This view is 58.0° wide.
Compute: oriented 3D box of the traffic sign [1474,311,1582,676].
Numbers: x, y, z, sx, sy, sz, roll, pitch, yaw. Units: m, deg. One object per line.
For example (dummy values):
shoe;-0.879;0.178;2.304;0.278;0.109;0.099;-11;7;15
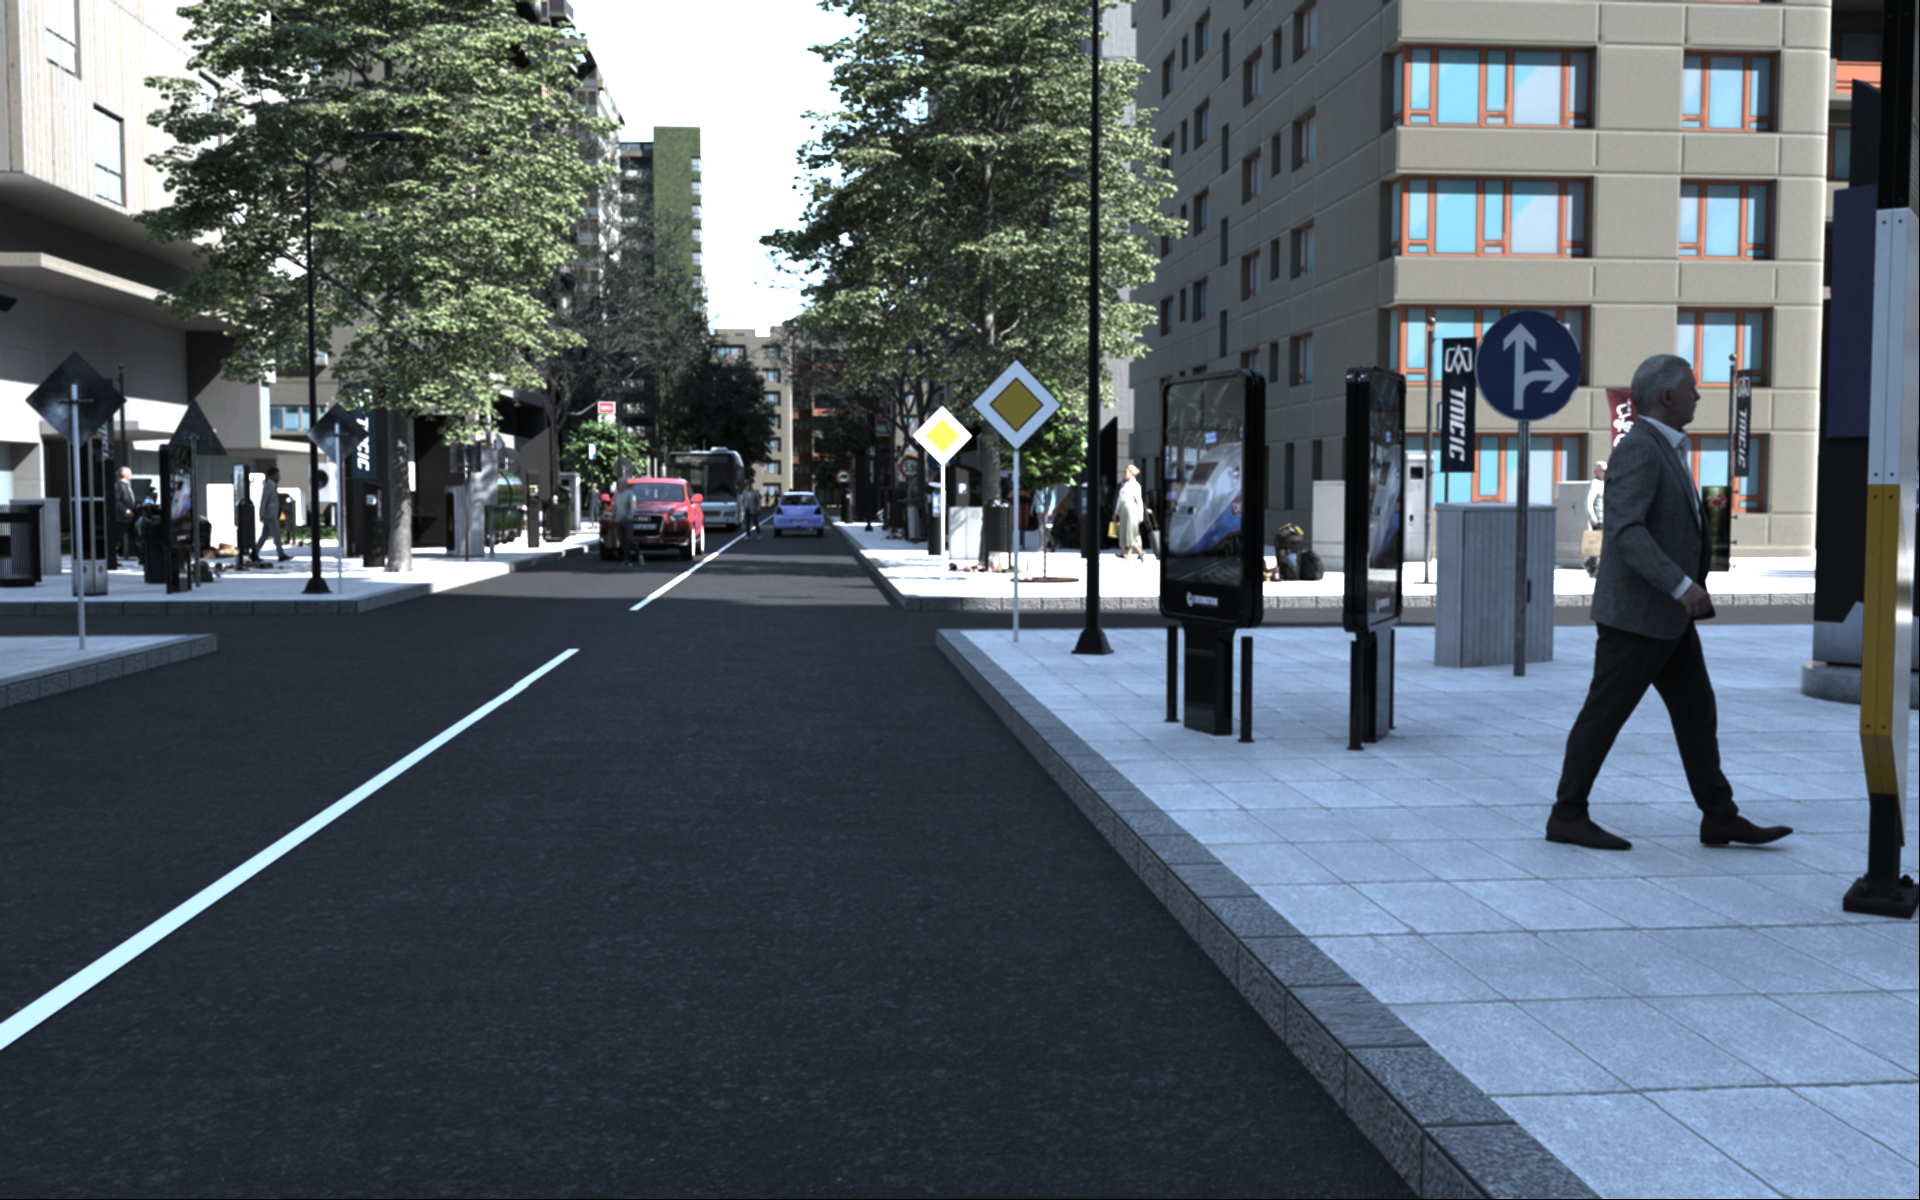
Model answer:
traffic sign;3.949;-0.737;12.151;0.768;2.556;0.104;0;4;-5

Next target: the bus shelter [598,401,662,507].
bus shelter;-14.806;-6.122;77.728;2.179;5.291;8.768;0;4;-5

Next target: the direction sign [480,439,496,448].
direction sign;-19.433;-4.888;71.912;0.876;3.537;0.379;-1;4;-21

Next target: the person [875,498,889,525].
person;-3.225;-3.696;71.975;0.738;1.151;1.012;0;4;6

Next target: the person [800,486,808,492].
person;-7.379;-4.477;81.797;0.679;1.850;0.850;0;4;5

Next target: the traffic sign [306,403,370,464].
traffic sign;-7.976;-1.224;22.198;0.795;2.593;0.064;0;4;-5

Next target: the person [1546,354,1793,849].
person;2.564;0.013;6.225;0.834;1.777;0.661;1;4;23

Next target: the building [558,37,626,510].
building;-40.987;-27.794;146.317;23.993;40.220;32.217;0;4;-5

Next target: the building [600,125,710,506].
building;-35.491;-31.282;195.059;14.086;41.232;14.154;0;4;-5

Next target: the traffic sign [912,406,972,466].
traffic sign;-0.211;-1.265;22.873;0.795;2.593;0.064;0;4;-5

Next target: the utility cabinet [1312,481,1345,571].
utility cabinet;6.330;-1.215;28.542;0.318;1.500;1.173;-2;4;-31

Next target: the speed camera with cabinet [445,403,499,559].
speed camera with cabinet;-9.900;-2.489;35.030;0.660;3.252;2.038;-2;4;-30

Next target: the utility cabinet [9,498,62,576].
utility cabinet;-14.743;-1.006;27.612;1.020;1.237;0.306;2;4;34

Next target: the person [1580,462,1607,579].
person;9.564;-1.198;26.116;0.515;1.767;0.782;3;4;38

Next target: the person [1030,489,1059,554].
person;1.874;-1.928;37.427;0.748;1.841;0.638;-2;4;-26

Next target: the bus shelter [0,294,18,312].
bus shelter;-8.395;-1.060;11.258;2.014;3.302;5.546;0;4;-5

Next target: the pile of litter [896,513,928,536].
pile of litter;-1.307;-2.377;52.832;1.719;0.858;1.176;0;4;-3

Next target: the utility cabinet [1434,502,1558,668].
utility cabinet;4.056;-0.118;13.092;1.020;1.237;0.306;-2;4;-32

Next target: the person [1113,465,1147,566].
person;3.092;-1.520;31.117;0.641;1.798;0.478;-1;4;-22

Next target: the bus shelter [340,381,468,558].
bus shelter;-11.894;-2.847;37.830;1.731;3.624;6.357;0;4;-5

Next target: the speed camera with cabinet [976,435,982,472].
speed camera with cabinet;0.217;-3.947;58.872;0.660;3.252;2.038;-1;4;-21

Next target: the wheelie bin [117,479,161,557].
wheelie bin;-16.761;-1.675;35.288;0.980;1.594;0.693;1;4;10

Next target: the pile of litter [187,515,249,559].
pile of litter;-15.086;-1.275;34.818;1.719;0.858;1.176;-3;4;-39

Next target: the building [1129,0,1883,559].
building;21.594;-12.435;48.348;28.899;21.520;27.650;0;4;-5

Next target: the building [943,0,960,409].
building;13.073;-33.564;138.007;28.713;52.752;27.495;0;4;-5

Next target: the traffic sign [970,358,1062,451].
traffic sign;0.504;-0.779;14.920;0.795;2.593;0.064;0;4;-5

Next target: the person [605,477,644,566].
person;-6.742;-1.574;34.720;0.782;1.767;0.515;3;4;38

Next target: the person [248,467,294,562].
person;-13.107;-1.628;32.927;0.850;1.792;0.678;-1;4;-14

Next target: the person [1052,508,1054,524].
person;3.745;-3.667;66.544;0.519;1.759;0.362;0;4;2

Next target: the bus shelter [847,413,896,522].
bus shelter;-4.355;-6.502;83.933;2.179;5.291;8.768;0;4;-5

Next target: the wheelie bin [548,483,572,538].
wheelie bin;-11.717;-2.622;50.776;0.693;1.594;0.980;-1;4;-12

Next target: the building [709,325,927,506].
building;-14.177;-21.939;203.739;28.899;21.520;27.650;0;4;-5

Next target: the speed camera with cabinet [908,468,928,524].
speed camera with cabinet;-1.473;-4.176;62.618;0.660;3.252;2.038;0;4;5

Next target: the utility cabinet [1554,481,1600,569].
utility cabinet;10.603;-1.288;29.739;0.318;1.500;1.173;-1;4;-10

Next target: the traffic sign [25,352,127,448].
traffic sign;-7.260;-0.737;14.245;0.795;2.593;0.064;0;4;-5

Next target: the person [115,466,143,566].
person;-14.804;-1.494;30.868;0.834;1.777;0.661;-1;4;-16

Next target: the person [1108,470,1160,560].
person;3.538;-1.701;34.074;0.699;1.804;1.509;-2;4;-28

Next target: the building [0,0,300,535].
building;-36.002;-28.204;50.380;28.713;52.752;27.495;0;4;-5

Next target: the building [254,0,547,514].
building;-32.568;-28.118;83.433;21.300;48.544;21.600;0;4;-5

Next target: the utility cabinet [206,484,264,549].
utility cabinet;-16.585;-1.894;39.643;1.173;1.500;0.318;-2;4;-26

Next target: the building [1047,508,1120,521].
building;14.967;-33.184;84.555;21.231;58.520;28.212;0;4;-5

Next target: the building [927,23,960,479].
building;4.390;-31.085;158.348;14.600;45.320;14.200;0;4;-5

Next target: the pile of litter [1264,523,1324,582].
pile of litter;4.681;-0.718;25.700;1.719;0.858;1.176;-1;4;-16

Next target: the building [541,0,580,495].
building;-36.292;-27.825;109.567;22.147;44.769;28.867;0;4;-5

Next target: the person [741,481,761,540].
person;-6.534;-2.812;54.319;0.661;1.843;0.795;1;4;15

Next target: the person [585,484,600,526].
person;-14.936;-3.916;70.496;0.576;1.772;0.534;-3;5;-43

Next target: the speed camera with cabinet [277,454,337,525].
speed camera with cabinet;-19.434;-3.477;51.178;2.038;3.252;0.660;0;4;7

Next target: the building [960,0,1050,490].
building;11.520;-29.951;113.396;21.300;48.544;21.600;0;4;-5
